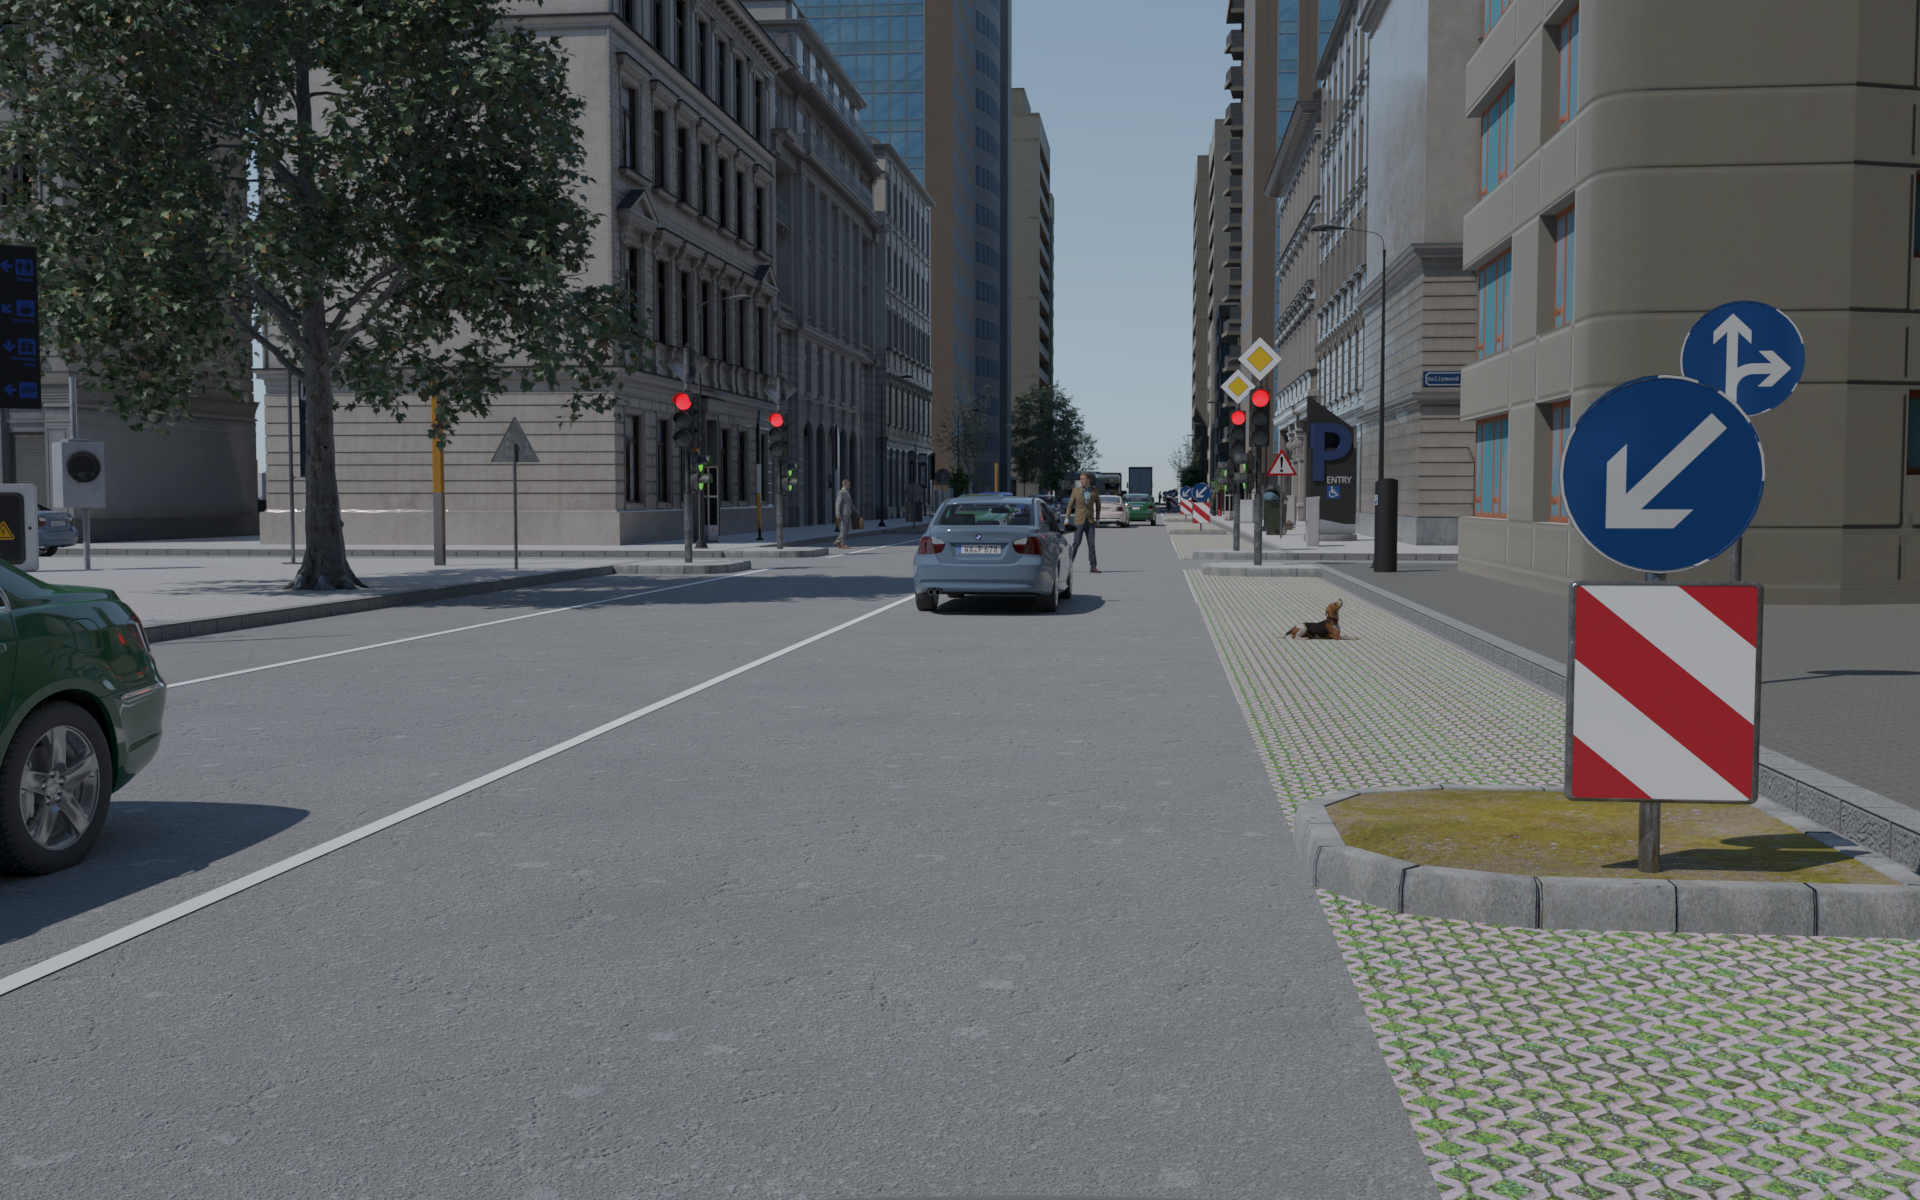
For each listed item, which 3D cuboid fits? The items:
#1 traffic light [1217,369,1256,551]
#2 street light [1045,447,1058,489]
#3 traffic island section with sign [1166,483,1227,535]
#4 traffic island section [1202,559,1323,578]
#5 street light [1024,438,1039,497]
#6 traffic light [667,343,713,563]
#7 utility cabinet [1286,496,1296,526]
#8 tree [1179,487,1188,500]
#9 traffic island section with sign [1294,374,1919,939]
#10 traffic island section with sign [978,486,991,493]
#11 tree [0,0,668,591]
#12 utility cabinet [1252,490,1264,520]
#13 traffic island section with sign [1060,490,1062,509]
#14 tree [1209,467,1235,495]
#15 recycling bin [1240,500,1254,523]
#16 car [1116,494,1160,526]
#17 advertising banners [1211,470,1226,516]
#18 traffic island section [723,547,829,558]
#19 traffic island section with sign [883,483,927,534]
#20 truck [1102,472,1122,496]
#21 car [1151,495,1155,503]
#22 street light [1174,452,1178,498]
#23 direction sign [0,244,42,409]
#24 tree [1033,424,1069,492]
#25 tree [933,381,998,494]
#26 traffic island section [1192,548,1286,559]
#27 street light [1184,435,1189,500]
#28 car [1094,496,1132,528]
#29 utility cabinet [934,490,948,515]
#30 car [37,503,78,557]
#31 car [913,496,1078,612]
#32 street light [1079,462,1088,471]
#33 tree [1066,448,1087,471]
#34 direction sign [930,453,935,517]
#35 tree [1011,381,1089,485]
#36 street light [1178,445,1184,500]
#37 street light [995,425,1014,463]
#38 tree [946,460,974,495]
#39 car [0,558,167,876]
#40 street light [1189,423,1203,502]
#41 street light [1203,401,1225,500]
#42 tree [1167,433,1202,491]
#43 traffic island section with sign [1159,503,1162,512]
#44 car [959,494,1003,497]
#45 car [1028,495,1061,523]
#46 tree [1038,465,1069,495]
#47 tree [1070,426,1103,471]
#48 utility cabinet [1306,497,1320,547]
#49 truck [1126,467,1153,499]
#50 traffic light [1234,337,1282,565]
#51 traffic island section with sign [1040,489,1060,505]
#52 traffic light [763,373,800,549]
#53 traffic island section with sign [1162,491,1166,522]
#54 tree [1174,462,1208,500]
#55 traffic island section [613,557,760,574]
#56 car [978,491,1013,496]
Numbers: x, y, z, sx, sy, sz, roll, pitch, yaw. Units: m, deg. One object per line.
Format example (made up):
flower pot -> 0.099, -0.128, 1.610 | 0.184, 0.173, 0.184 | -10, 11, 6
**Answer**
traffic light -> 6.230, -3.065, 39.030 | 0.839, 4.253, 0.868 | 0, 4, 6
street light -> 9.004, -12.183, 171.730 | 1.470, 5.913, 1.316 | 0, 4, 6
traffic island section with sign -> 8.440, -3.235, 61.524 | 1.989, 1.847, 2.006 | 0, 4, 6
traffic island section -> 5.386, -0.546, 31.204 | 2.009, 0.180, 2.903 | 0, 4, 6
street light -> 5.906, -10.519, 144.529 | 1.470, 5.913, 1.316 | 0, 4, 6
traffic light -> -5.052, -2.649, 32.231 | 0.839, 4.253, 0.868 | 0, 4, 6
utility cabinet -> 13.214, -3.648, 70.803 | 1.020, 1.237, 0.306 | 2, 4, 24
tree -> 32.983, -15.725, 251.699 | 1.663, 3.219, 1.824 | 0, 3, 0
traffic island section with sign -> 2.319, 0.126, 6.567 | 1.989, 1.847, 2.006 | 0, 4, 6
traffic island section with sign -> 1.302, -4.965, 89.814 | 1.989, 1.847, 2.006 | 0, 4, 6
tree -> -8.724, -6.487, 23.078 | 9.611, 12.733, 9.660 | 0, 3, 0
utility cabinet -> 14.741, -4.649, 84.691 | 1.173, 1.500, 0.318 | -3, 5, -40
traffic island section with sign -> 9.841, -9.659, 166.547 | 1.989, 1.847, 2.006 | 0, 4, 6
tree -> 16.673, -7.000, 109.043 | 1.663, 3.219, 1.824 | 0, 3, 0
recycling bin -> 12.871, -3.914, 76.542 | 0.722, 1.027, 0.722 | -3, 5, -41
car -> 8.075, -4.132, 79.349 | 2.131, 1.459, 4.920 | 0, 4, 6
advertising banners -> 14.907, -6.313, 99.411 | 0.090, 3.025, 2.074 | -1, 4, -16
traffic island section -> -4.207, -1.102, 40.306 | 2.009, 0.180, 2.903 | 0, 4, 6
traffic island section with sign -> -1.669, -3.327, 63.022 | 1.989, 1.847, 2.006 | 0, 4, 6
truck -> 19.871, -14.568, 227.103 | 2.839, 4.237, 11.283 | 0, 4, 7
car -> 28.084, -14.992, 257.691 | 1.945, 1.354, 3.894 | 0, 4, 7
street light -> 24.475, -13.279, 189.644 | 1.470, 5.913, 1.316 | 0, 4, 6
direction sign -> -8.807, -1.450, 15.704 | 0.876, 3.537, 0.379 | -3, 4, -38
tree -> 9.369, -14.105, 180.977 | 4.360, 8.622, 3.978 | 0, 3, 0
tree -> 0.573, -9.724, 109.347 | 4.360, 8.622, 3.978 | 0, 3, 0
traffic island section -> 6.269, -1.031, 39.140 | 2.009, 0.180, 2.903 | 0, 4, 6
street light -> 18.399, -9.938, 135.035 | 1.470, 5.913, 1.316 | 0, 4, 6
car -> 6.319, -3.806, 74.597 | 2.083, 1.381, 4.827 | 0, 4, 8
utility cabinet -> -1.104, -5.721, 102.220 | 0.318, 1.500, 1.173 | 2, 4, 28
car -> -22.050, -1.622, 38.524 | 4.499, 1.417, 2.014 | 0, 4, 7
car -> 0.492, -0.637, 22.419 | 2.014, 1.417, 4.499 | 0, 4, 7
street light -> 17.998, -17.164, 253.174 | 1.470, 5.913, 1.316 | 0, 4, 6
tree -> 14.803, -17.171, 231.110 | 4.737, 8.622, 4.395 | 0, 3, 0
direction sign -> -1.496, -6.315, 95.249 | 0.379, 3.537, 0.876 | -1, 4, -17
tree -> 9.422, -17.458, 192.095 | 9.857, 13.997, 8.962 | 0, 3, 0
street light -> 21.516, -11.625, 162.605 | 1.470, 5.913, 1.316 | 0, 4, 6
street light -> 2.926, -8.793, 116.299 | 1.470, 5.913, 1.316 | 0, 4, 6
tree -> 0.047, -6.377, 98.861 | 1.663, 3.219, 1.824 | 0, 3, 0
car -> -4.466, 0.396, 5.326 | 2.131, 1.459, 4.920 | 0, 4, 7
street light -> 15.962, -8.625, 113.561 | 1.470, 5.913, 1.316 | 0, 4, 6
street light -> 13.030, -6.971, 86.518 | 1.470, 5.913, 1.316 | 0, 4, 6
tree -> 27.131, -15.713, 207.261 | 4.360, 8.622, 3.978 | 0, 3, 0
traffic island section with sign -> 16.897, -7.885, 137.544 | 1.989, 1.847, 2.006 | 0, 4, 6
car -> 0.587, -2.206, 47.863 | 2.131, 1.459, 4.920 | 0, 4, 5
car -> 3.958, -4.453, 84.812 | 2.014, 1.417, 4.499 | 0, 4, 8
tree -> 12.128, -13.585, 205.832 | 4.285, 4.588, 4.351 | 0, 3, 0
tree -> 17.957, -20.850, 266.656 | 9.928, 11.665, 9.643 | 0, 3, 0
utility cabinet -> 8.658, -1.921, 42.568 | 0.306, 1.237, 1.020 | 1, 4, 9
truck -> 19.005, -11.860, 182.822 | 2.839, 4.237, 11.283 | 0, 4, 5
traffic light -> 5.347, -2.579, 31.094 | 0.839, 4.253, 0.868 | 0, 4, 6
traffic island section with sign -> 6.796, -7.979, 139.088 | 1.989, 1.847, 2.006 | 0, 4, 6
traffic light -> -4.169, -3.134, 40.167 | 0.839, 4.253, 0.868 | 0, 4, 6
traffic island section with sign -> 11.467, -4.899, 88.726 | 1.989, 1.847, 2.006 | 0, 4, 6
tree -> 23.312, -11.690, 174.842 | 4.285, 4.588, 4.351 | 0, 3, 0
traffic island section -> -5.090, -0.617, 32.370 | 2.009, 0.180, 2.903 | 0, 4, 6
car -> 1.101, -2.804, 55.439 | 1.945, 1.707, 3.694 | 0, 4, 4
